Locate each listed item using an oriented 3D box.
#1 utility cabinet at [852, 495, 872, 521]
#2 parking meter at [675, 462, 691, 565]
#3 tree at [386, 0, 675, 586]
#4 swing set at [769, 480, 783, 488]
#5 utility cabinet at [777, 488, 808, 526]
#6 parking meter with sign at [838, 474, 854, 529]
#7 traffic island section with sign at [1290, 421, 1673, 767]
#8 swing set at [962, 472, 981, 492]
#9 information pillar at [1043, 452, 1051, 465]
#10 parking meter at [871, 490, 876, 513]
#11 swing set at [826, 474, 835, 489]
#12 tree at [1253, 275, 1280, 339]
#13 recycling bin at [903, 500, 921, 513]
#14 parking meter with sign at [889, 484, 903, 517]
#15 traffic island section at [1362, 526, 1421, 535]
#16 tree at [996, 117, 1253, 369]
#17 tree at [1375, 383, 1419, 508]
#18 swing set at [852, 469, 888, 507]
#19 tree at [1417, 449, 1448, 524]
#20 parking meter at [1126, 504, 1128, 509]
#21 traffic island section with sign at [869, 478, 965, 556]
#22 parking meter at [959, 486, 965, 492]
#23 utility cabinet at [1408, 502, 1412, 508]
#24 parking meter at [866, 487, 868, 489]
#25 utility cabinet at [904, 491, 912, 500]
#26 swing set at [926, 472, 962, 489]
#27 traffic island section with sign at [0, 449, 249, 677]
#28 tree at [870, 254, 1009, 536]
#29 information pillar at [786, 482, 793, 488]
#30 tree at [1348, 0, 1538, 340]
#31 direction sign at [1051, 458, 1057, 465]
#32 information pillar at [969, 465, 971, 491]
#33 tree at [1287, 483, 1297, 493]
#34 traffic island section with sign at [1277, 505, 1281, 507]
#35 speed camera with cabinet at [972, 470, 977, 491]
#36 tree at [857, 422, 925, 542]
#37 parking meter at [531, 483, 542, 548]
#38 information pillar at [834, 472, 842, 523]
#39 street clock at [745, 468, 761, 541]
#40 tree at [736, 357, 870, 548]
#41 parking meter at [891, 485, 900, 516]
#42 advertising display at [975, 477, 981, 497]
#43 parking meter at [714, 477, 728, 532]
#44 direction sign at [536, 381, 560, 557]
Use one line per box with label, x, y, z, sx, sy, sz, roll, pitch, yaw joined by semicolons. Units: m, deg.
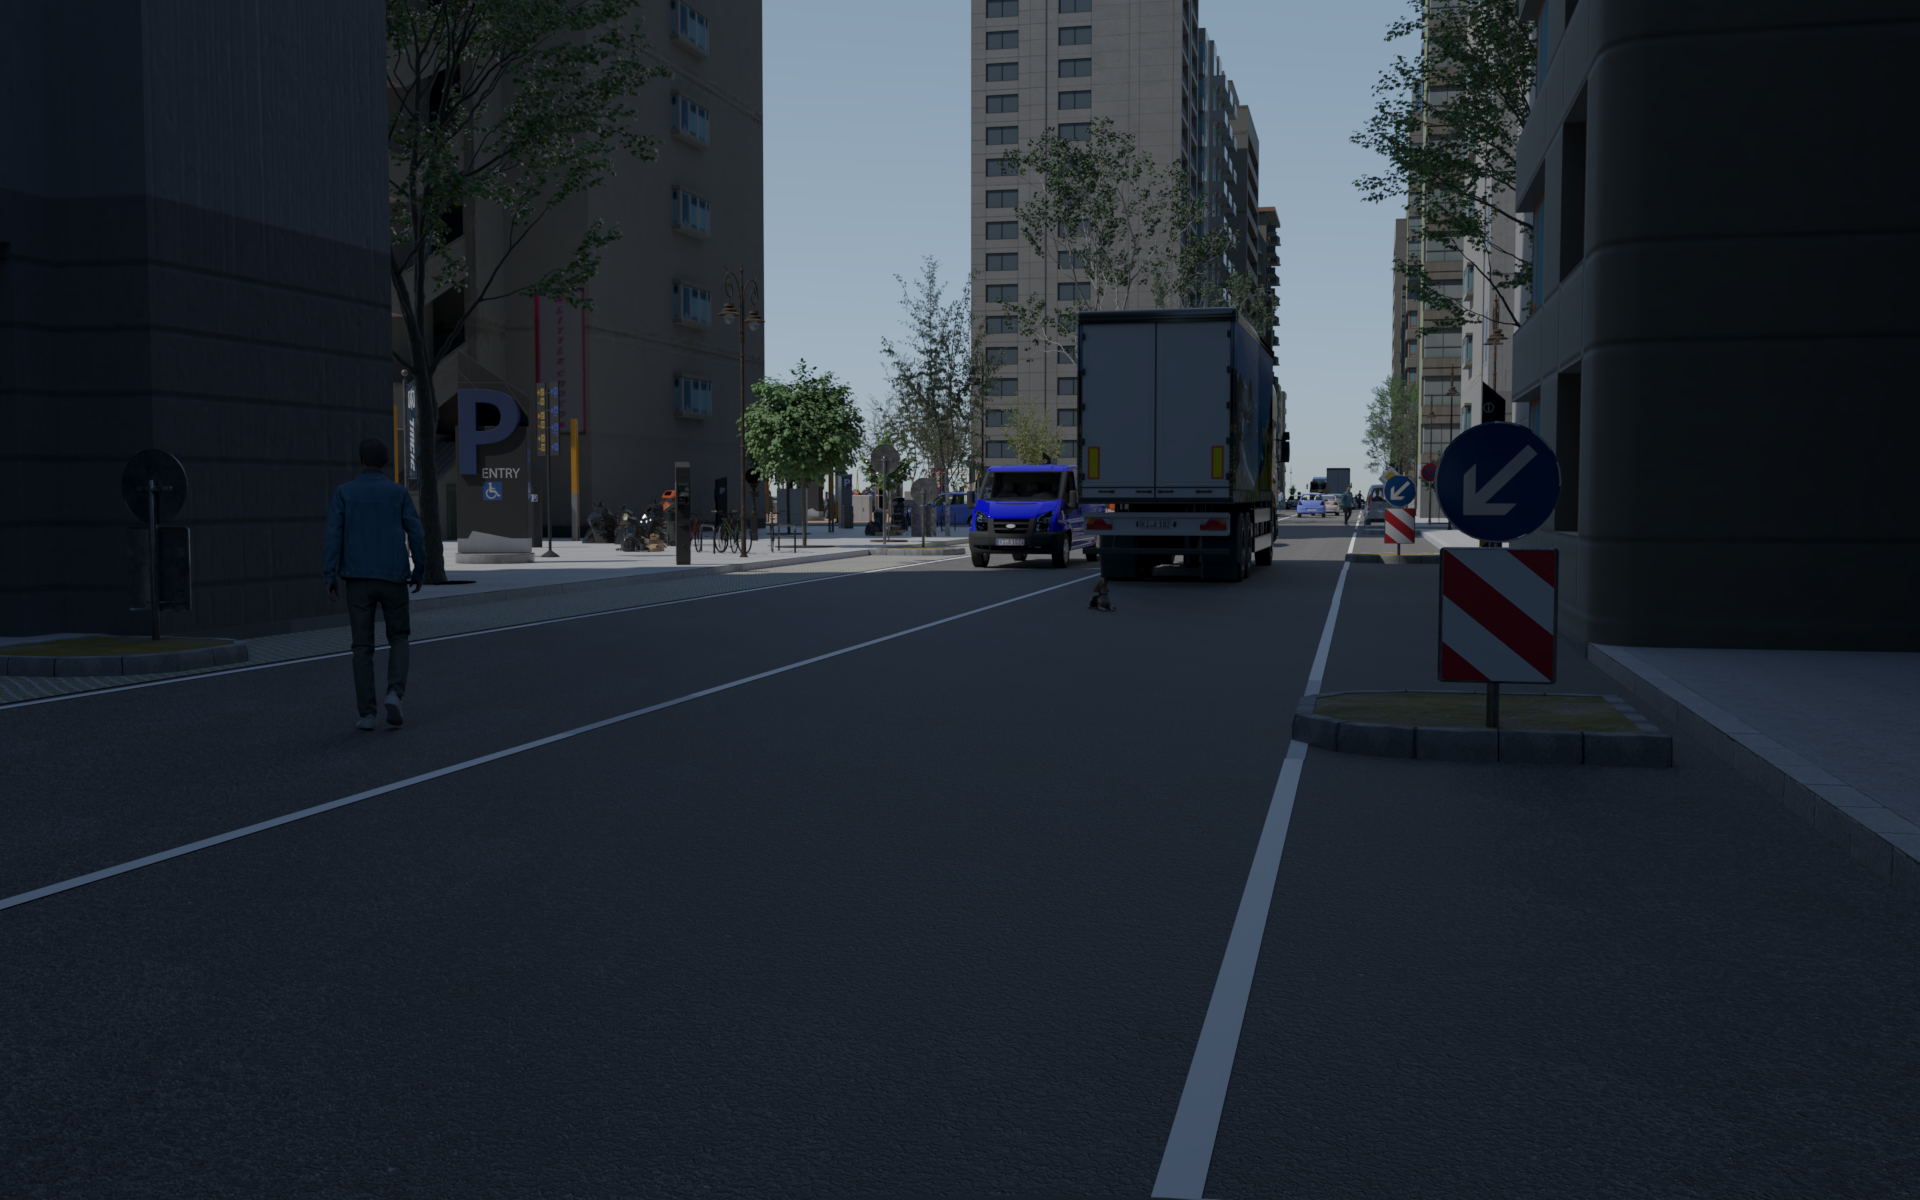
utility cabinet;-4.651;-4.312;81.656;1.020;1.237;0.306;2;4;26
parking meter;-5.009;-1.566;31.311;0.255;1.863;0.399;-1;4;-12
tree;-7.657;-6.032;24.379;9.928;11.665;9.643;0;3;0
swing set;-10.070;-5.294;84.169;3.119;2.851;2.862;2;4;24
utility cabinet;-6.583;-3.627;67.980;1.173;1.500;0.318;0;4;7
parking meter with sign;-4.333;-4.207;65.052;0.543;3.016;1.738;-1;4;-16
traffic island section with sign;2.999;-0.098;10.223;1.989;1.847;2.006;1;4;13
swing set;2.386;-7.398;118.583;3.119;2.851;2.862;2;4;32
information pillar;4.710;-6.290;94.200;0.504;3.616;0.183;1;4;8
parking meter;-5.998;-6.846;120.348;0.372;1.533;0.369;0;3;0
swing set;-9.573;-8.502;136.623;2.862;2.851;3.119;2;4;28
tree;17.731;-17.115;135.716;12.611;20.169;13.585;0;3;0
recycling bin;-2.178;-4.061;78.954;0.722;1.027;0.722;0;4;6
parking meter with sign;-3.519;-6.068;95.468;1.738;3.016;0.543;2;4;27
traffic island section;15.528;-2.453;62.388;2.009;0.180;2.903;1;4;13
tree;7.758;-14.021;85.133;12.611;20.169;13.585;0;3;0
tree;28.918;-9.837;111.202;4.360;8.622;3.978;0;3;0
swing set;-4.997;-6.876;110.048;3.119;2.851;2.862;0;4;2
tree;20.650;-4.922;75.077;1.663;3.219;1.824;0;3;0
parking meter;14.300;-8.687;147.738;0.255;1.863;0.399;1;4;17
traffic island section with sign;-0.942;-1.972;40.869;1.989;1.847;2.006;1;4;13
parking meter;0.103;-6.866;117.974;0.399;1.863;0.255;0;4;-4
utility cabinet;32.693;-7.001;125.628;0.306;1.237;1.020;1;4;19
parking meter;-7.598;-8.414;143.281;0.399;1.863;0.255;-3;5;-41
utility cabinet;-3.839;-7.881;137.538;1.173;1.500;0.318;-1;4;-8
swing set;-0.839;-7.680;123.181;3.119;2.851;2.862;0;4;-3
traffic island section with sign;-7.124;-0.356;14.449;1.989;1.847;2.006;1;4;13
tree;-0.388;-6.276;52.969;4.360;8.622;3.978;0;3;0
information pillar;-8.925;-5.272;90.685;0.304;2.012;0.304;-2;4;-35
tree;9.985;-6.269;28.246;9.928;11.665;9.643;0;3;0
direction sign;5.856;-7.237;110.326;0.379;3.537;0.876;-3;4;-38
information pillar;0.776;-8.543;131.033;0.183;3.616;0.504;1;4;9
tree;58.107;-18.826;302.401;1.663;3.219;1.824;0;3;0
traffic island section with sign;35.335;-11.453;195.879;1.989;1.847;2.006;1;4;13
speed camera with cabinet;1.989;-8.868;139.326;2.038;3.252;0.660;0;4;3
tree;-2.033;-3.170;46.425;1.663;3.219;1.824;0;3;0
parking meter;-10.207;-2.024;41.505;0.372;1.533;0.369;0;3;0
information pillar;-5.307;-5.218;76.669;0.504;3.616;0.183;0;4;5
street clock;-5.648;-2.624;47.475;0.471;2.002;0.358;0;4;3
tree;-3.762;-3.548;41.719;4.285;4.588;4.351;0;3;0
parking meter;-3.022;-4.610;81.092;0.399;1.863;0.255;1;4;18
advertising display;1.151;-4.246;74.629;0.974;1.923;0.123;0;4;7
parking meter;-8.033;-3.210;58.191;0.399;1.863;0.255;-2;4;-25
direction sign;-8.340;-2.639;35.145;0.379;3.537;0.876;-3;5;-42
